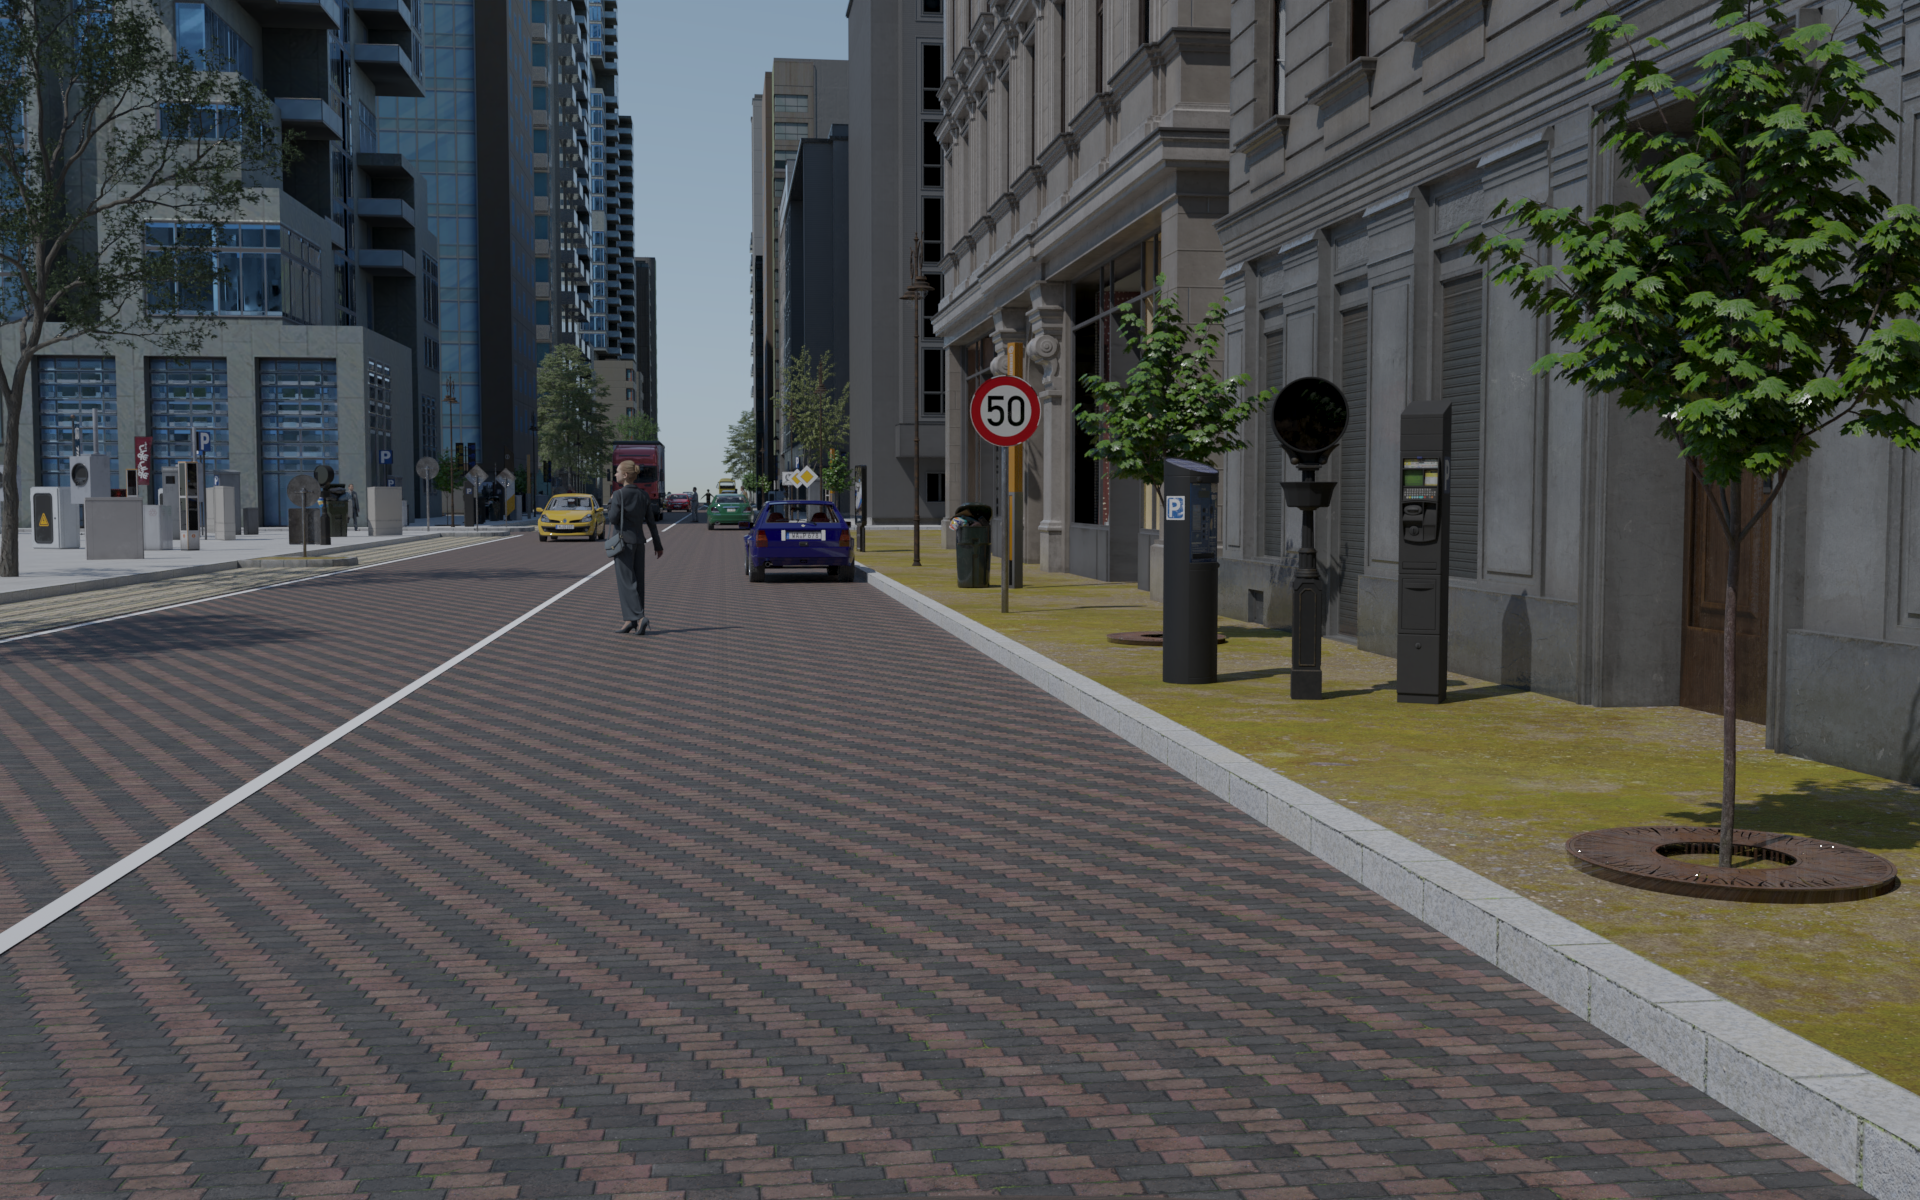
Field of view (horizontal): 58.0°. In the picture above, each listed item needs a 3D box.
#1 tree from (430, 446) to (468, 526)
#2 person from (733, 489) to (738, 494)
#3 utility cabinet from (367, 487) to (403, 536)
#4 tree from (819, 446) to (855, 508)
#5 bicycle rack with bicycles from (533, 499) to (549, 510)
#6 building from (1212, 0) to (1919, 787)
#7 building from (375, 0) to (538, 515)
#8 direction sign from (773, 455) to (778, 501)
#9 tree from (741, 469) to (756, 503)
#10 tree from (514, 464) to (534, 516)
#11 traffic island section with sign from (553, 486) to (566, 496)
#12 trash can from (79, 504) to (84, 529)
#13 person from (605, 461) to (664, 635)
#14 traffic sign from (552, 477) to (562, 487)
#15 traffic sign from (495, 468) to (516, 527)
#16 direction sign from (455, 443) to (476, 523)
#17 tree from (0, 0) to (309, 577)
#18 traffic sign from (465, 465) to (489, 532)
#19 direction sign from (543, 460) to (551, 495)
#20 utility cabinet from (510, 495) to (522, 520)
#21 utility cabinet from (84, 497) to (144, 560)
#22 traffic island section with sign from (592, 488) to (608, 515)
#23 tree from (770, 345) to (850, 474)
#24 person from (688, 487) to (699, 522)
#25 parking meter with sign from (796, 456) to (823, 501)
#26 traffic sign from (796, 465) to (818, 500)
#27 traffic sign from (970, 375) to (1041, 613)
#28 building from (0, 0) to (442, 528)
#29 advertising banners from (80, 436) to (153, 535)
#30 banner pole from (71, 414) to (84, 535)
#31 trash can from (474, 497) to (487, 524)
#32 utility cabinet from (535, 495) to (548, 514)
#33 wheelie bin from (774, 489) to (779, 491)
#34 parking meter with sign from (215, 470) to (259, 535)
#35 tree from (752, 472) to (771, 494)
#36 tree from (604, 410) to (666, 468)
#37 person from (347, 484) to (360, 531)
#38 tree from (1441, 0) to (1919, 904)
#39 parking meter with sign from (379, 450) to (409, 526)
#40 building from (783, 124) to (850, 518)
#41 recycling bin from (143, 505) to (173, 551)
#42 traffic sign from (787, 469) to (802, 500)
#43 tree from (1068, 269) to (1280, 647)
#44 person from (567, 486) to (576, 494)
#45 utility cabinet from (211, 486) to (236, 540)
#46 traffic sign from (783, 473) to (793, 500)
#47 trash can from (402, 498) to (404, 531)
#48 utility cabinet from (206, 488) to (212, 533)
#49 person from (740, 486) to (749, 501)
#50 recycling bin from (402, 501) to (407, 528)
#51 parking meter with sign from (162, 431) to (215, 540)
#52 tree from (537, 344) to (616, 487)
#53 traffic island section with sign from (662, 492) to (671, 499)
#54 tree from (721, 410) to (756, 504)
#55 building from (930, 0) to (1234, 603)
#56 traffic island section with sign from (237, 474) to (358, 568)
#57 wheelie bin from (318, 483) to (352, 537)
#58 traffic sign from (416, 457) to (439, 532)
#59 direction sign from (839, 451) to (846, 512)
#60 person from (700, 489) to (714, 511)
[{"bbox_3d":[-20.495,-4.590,69.649,1.663,3.219,1.824,0,3,0],"label":"tree"},{"bbox_3d":[-16.915,-7.497,130.887,0.447,1.846,0.655,-1,4,-15],"label":"person"},{"bbox_3d":[-17.508,-2.693,52.715,0.318,1.500,1.173,2,4,23],"label":"utility cabinet"},{"bbox_3d":[-4.738,-4.521,68.518,1.663,3.219,1.824,0,3,0],"label":"tree"},{"bbox_3d":[-31.834,-7.166,130.554,2.852,0.926,2.925,-2,4,-25],"label":"bicycle rack with bicycles"},{"bbox_3d":[8.569,-9.811,9.559,9.793,20.994,18.267,0,4,-8],"label":"building"},{"bbox_3d":[-34.942,-28.142,110.237,14.600,45.320,14.200,0,4,-8],"label":"building"},{"bbox_3d":[-10.672,-6.625,100.316,0.379,3.537,0.876,-1,4,-21],"label":"direction sign"},{"bbox_3d":[-27.291,-14.905,227.410,4.285,4.588,4.351,0,3,0],"label":"tree"},{"bbox_3d":[-25.316,-6.470,100.385,1.663,3.219,1.824,0,3,0],"label":"tree"},{"bbox_3d":[-20.647,-4.949,89.549,1.989,1.847,2.006,0,4,-8],"label":"traffic island section with sign"},{"bbox_3d":[-32.570,-3.221,64.325,0.748,1.137,0.748,0,3,0],"label":"trash can"},{"bbox_3d":[-3.326,-0.538,17.725,0.534,1.772,0.576,1,4,17],"label":"person"},{"bbox_3d":[-24.396,-6.284,104.870,0.606,2.300,0.079,0,4,0],"label":"traffic sign"},{"bbox_3d":[-17.508,-3.863,66.797,0.795,2.450,0.064,0,4,-8],"label":"traffic sign"},{"bbox_3d":[-21.745,-5.154,76.268,0.876,3.537,0.379,0,4,-1],"label":"direction sign"},{"bbox_3d":[-14.587,-5.615,26.225,8.767,10.594,7.601,-2,4,-31],"label":"tree"},{"bbox_3d":[-16.424,-3.379,58.885,0.795,2.450,0.064,0,4,-8],"label":"traffic sign"},{"bbox_3d":[-27.855,-7.642,116.951,0.379,3.537,0.876,1,4,22],"label":"direction sign"},{"bbox_3d":[-21.729,-4.499,84.722,0.306,1.237,1.020,-2,4,-31],"label":"utility cabinet"},{"bbox_3d":[-16.610,-1.397,34.011,1.020,1.237,0.306,-2,4,-31],"label":"utility cabinet"},{"bbox_3d":[-24.306,-6.583,116.255,1.989,1.847,2.006,0,4,-8],"label":"traffic island section with sign"},{"bbox_3d":[-7.400,-8.343,86.768,4.737,8.622,4.395,0,3,0],"label":"tree"},{"bbox_3d":[-13.548,-4.852,88.034,0.583,1.804,0.606,-1,4,-10],"label":"person"},{"bbox_3d":[-6.730,-5.158,80.595,1.738,3.016,0.543,-1,4,-22],"label":"parking meter with sign"},{"bbox_3d":[-5.330,-3.470,60.379,0.795,2.450,0.064,0,4,-8],"label":"traffic sign"},{"bbox_3d":[0.486,-1.132,18.620,0.768,2.556,0.104,0,4,-5],"label":"traffic sign"},{"bbox_3d":[-36.039,-46.809,78.002,22.319,86.520,31.000,0,4,-8],"label":"building"},{"bbox_3d":[-25.404,-3.427,52.214,2.074,3.025,0.090,-1,4,-11],"label":"advertising banners"},{"bbox_3d":[-27.705,-3.934,54.331,0.401,3.779,0.863,-3,5,-43],"label":"banner pole"},{"bbox_3d":[-20.574,-3.809,73.938,0.748,1.137,0.748,0,3,0],"label":"trash can"},{"bbox_3d":[-26.512,-6.030,109.747,0.306,1.237,1.020,2,4,25],"label":"utility cabinet"},{"bbox_3d":[-11.457,-6.152,108.500,0.693,1.594,0.980,1,4,16],"label":"wheelie bin"},{"bbox_3d":[-22.822,-3.531,53.991,0.543,3.016,1.738,3,5,43],"label":"parking meter with sign"},{"bbox_3d":[-17.016,-9.450,149.113,1.663,3.219,1.824,0,3,0],"label":"tree"},{"bbox_3d":[-40.517,-17.743,215.850,9.928,11.665,9.643,0,3,0],"label":"tree"},{"bbox_3d":[-22.475,-3.383,63.921,0.767,1.812,0.694,3,4,38],"label":"person"},{"bbox_3d":[2.723,-0.681,5.740,1.663,3.219,1.824,0,3,0],"label":"tree"},{"bbox_3d":[-22.662,-4.479,69.495,0.543,3.016,1.738,0,4,5],"label":"parking meter with sign"},{"bbox_3d":[-3.283,-17.636,107.411,14.314,24.678,30.058,0,4,-8],"label":"building"},{"bbox_3d":[-18.489,-1.653,39.582,0.722,1.027,0.722,0,4,-4],"label":"recycling bin"},{"bbox_3d":[-6.414,-3.954,68.290,0.795,2.450,0.064,0,4,-8],"label":"traffic sign"},{"bbox_3d":[1.751,-1.254,15.104,1.663,3.219,1.824,0,3,0],"label":"tree"},{"bbox_3d":[-18.973,-4.658,84.637,0.580,1.828,0.573,2,4,28],"label":"person"},{"bbox_3d":[-20.466,-2.419,48.230,0.318,1.500,1.173,-2,4,-35],"label":"utility cabinet"},{"bbox_3d":[-7.953,-4.797,80.556,0.606,2.300,0.079,0,4,-6],"label":"traffic sign"},{"bbox_3d":[-18.565,-2.753,56.666,0.748,1.137,0.748,0,3,0],"label":"trash can"},{"bbox_3d":[-24.277,-2.954,56.979,0.318,1.500,1.173,1,4,15],"label":"utility cabinet"},{"bbox_3d":[-10.599,-4.677,84.878,0.656,1.842,0.836,1,4,20],"label":"person"},{"bbox_3d":[-21.654,-3.295,66.429,0.722,1.027,0.722,0,4,-4],"label":"recycling bin"},{"bbox_3d":[-21.878,-3.191,48.429,1.738,3.016,0.543,1,4,10],"label":"parking meter with sign"},{"bbox_3d":[-29.961,-13.026,131.100,7.486,12.596,7.792,0,3,0],"label":"tree"},{"bbox_3d":[-45.985,-16.260,274.484,1.989,1.847,2.006,0,4,-8],"label":"traffic island section with sign"},{"bbox_3d":[-28.479,-19.353,234.546,7.486,12.596,7.792,0,3,0],"label":"tree"},{"bbox_3d":[4.128,-11.546,39.679,10.553,20.767,40.483,0,4,-8],"label":"building"},{"bbox_3d":[-13.117,-1.580,34.468,1.989,1.847,2.006,0,4,-8],"label":"traffic island section with sign"},{"bbox_3d":[-18.638,-2.682,51.753,0.980,1.594,0.693,-3,5,-39],"label":"wheelie bin"},{"bbox_3d":[-18.206,-3.617,59.241,0.768,2.556,0.104,0,4,-5],"label":"traffic sign"},{"bbox_3d":[-6.413,-6.114,91.959,0.876,3.537,0.379,-2,4,-32],"label":"direction sign"},{"bbox_3d":[-21.764,-8.659,149.705,1.348,1.869,0.705,-1,4,-20],"label":"person"}]
